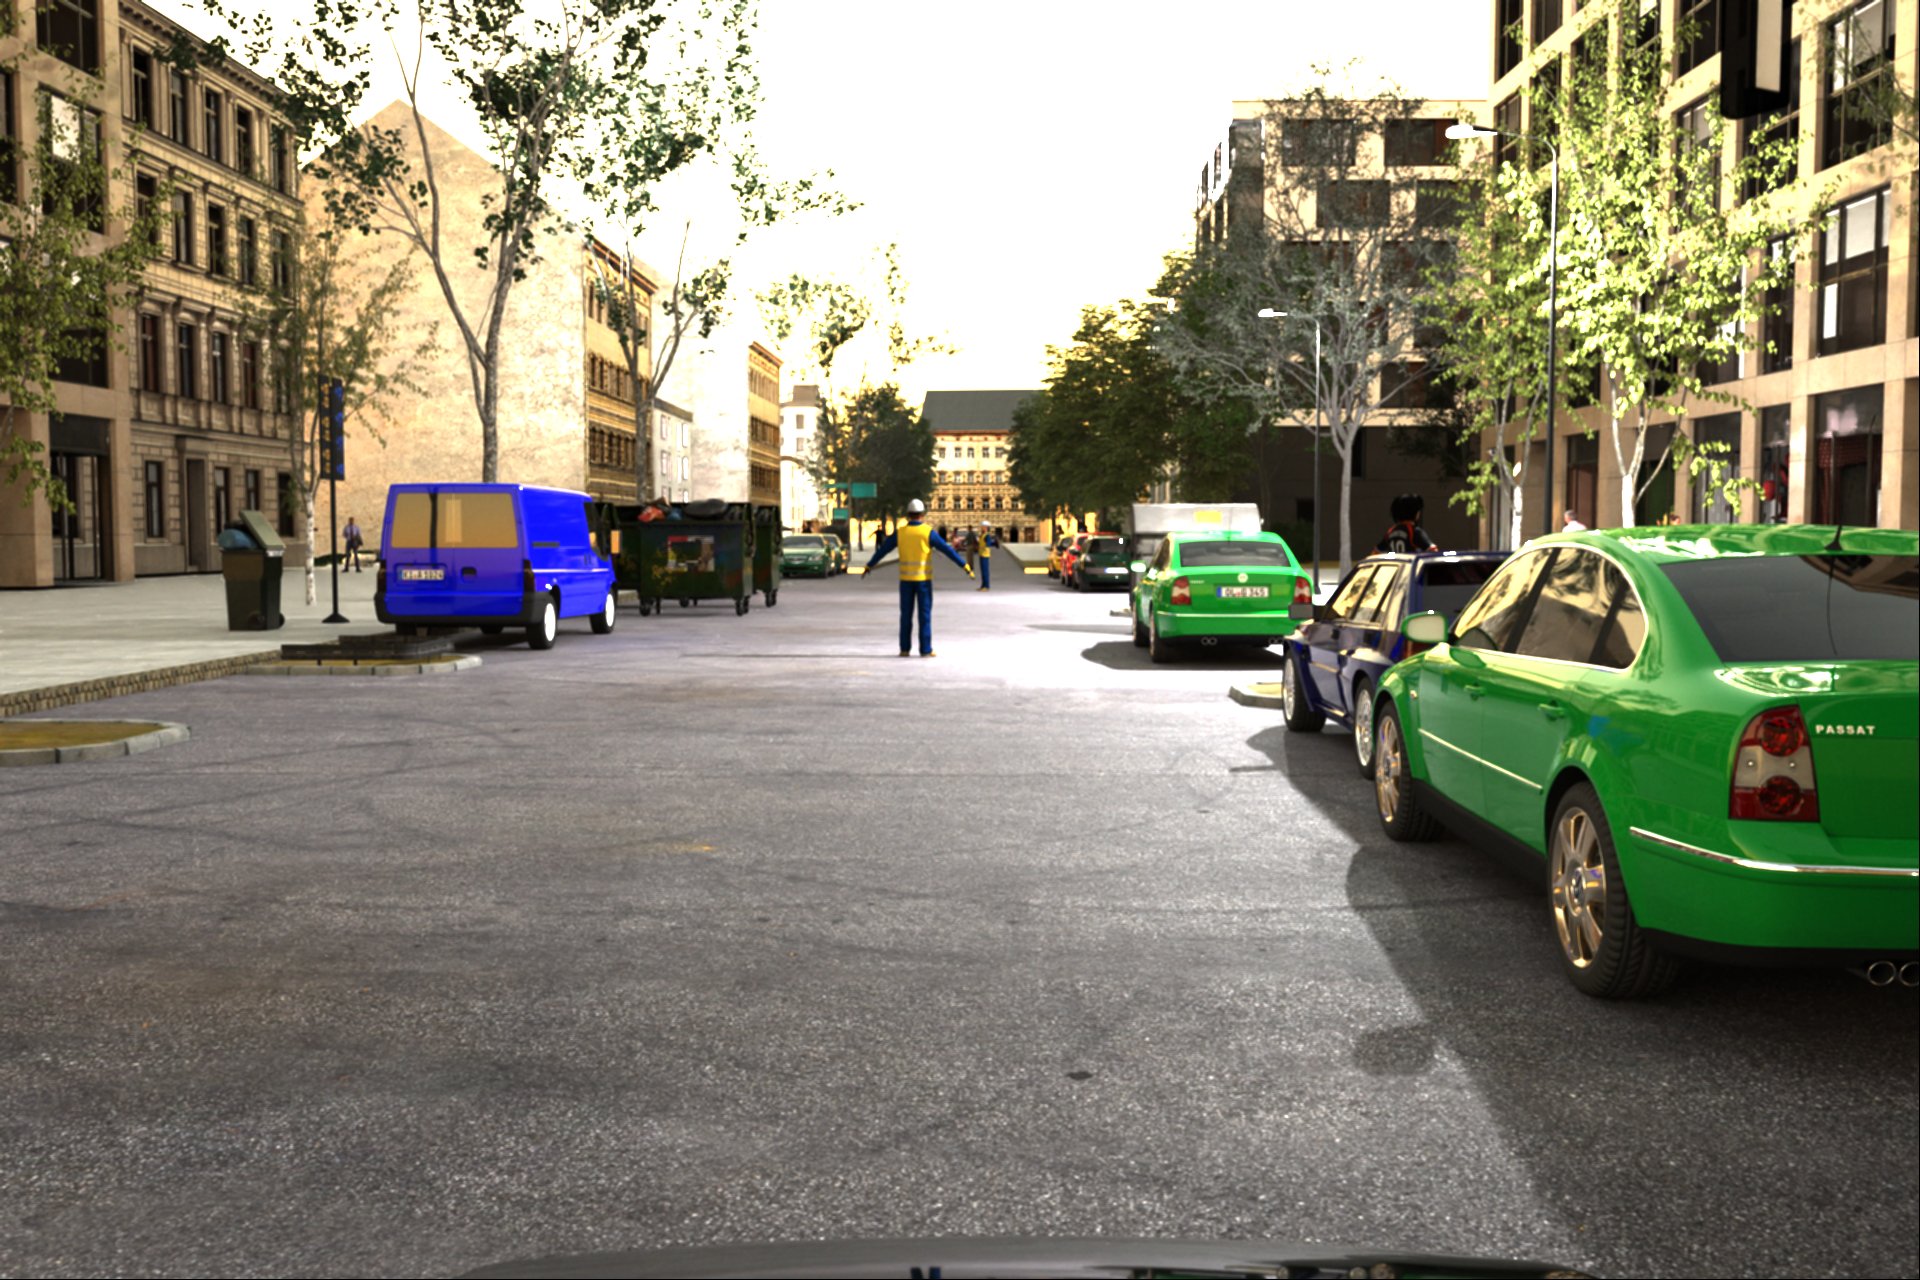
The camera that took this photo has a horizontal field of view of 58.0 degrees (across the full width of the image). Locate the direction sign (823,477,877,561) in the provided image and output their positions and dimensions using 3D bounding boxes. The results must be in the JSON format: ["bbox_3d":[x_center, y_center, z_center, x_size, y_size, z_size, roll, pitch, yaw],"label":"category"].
[{"bbox_3d":[-5.146,-5.680,81.623,2.525,3.948,1.411,0,4,2],"label":"direction sign"}]

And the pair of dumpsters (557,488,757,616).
[{"bbox_3d":[-5.869,-1.568,30.595,4.436,2.255,1.574,0,4,1],"label":"pair of dumpsters"}]

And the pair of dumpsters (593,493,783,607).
[{"bbox_3d":[-5.762,-1.791,34.232,4.436,2.255,1.574,0,4,1],"label":"pair of dumpsters"}]

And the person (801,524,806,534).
[{"bbox_3d":[-8.540,-5.389,94.252,0.704,1.812,1.346,-1,4,-16],"label":"person"}]

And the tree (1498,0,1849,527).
[{"bbox_3d":[8.967,-4.428,22.761,4.737,8.622,4.395,0,3,0],"label":"tree"}]

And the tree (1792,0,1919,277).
[{"bbox_3d":[9.344,-3.847,13.257,4.360,8.622,3.978,0,3,0],"label":"tree"}]

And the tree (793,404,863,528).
[{"bbox_3d":[-7.332,-9.043,98.218,4.360,8.622,3.978,0,3,0],"label":"tree"}]

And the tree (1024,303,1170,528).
[{"bbox_3d":[7.007,-10.234,85.451,7.486,12.596,7.792,0,3,0],"label":"tree"}]

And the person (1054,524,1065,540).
[{"bbox_3d":[5.772,-5.786,100.368,0.705,1.858,1.354,-1,4,-17],"label":"person"}]

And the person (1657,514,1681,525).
[{"bbox_3d":[15.768,-1.928,38.371,0.742,1.727,0.445,-3,4,-39],"label":"person"}]

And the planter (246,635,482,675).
[{"bbox_3d":[-6.255,0.158,18.564,1.991,0.319,1.994,0,4,1],"label":"planter"}]

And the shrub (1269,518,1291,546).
[{"bbox_3d":[14.743,-4.627,80.076,1.690,2.028,1.600,0,3,0],"label":"shrub"}]

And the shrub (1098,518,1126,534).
[{"bbox_3d":[6.468,-4.299,74.709,1.690,2.028,1.600,0,3,0],"label":"shrub"}]

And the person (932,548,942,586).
[{"bbox_3d":[-0.880,-2.206,47.792,0.599,1.433,0.991,3,5,44],"label":"person"}]

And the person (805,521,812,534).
[{"bbox_3d":[-6.019,-3.869,69.490,0.704,1.802,1.346,0,4,-1],"label":"person"}]

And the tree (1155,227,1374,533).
[{"bbox_3d":[10.335,-8.139,58.831,9.928,11.665,9.643,0,3,0],"label":"tree"}]

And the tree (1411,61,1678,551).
[{"bbox_3d":[9.232,-4.759,28.168,4.737,8.622,4.395,0,3,0],"label":"tree"}]

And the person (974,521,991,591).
[{"bbox_3d":[0.542,-2.125,43.669,0.721,1.772,1.216,-1,4,-13],"label":"person"}]

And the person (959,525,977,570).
[{"bbox_3d":[0.375,-3.692,69.096,0.705,1.796,1.348,2,4,30],"label":"person"}]

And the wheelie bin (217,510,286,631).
[{"bbox_3d":[-9.480,-0.932,23.152,0.693,1.594,0.980,0,4,2],"label":"wheelie bin"}]

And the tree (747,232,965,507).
[{"bbox_3d":[-6.514,-15.450,108.503,12.611,20.169,13.585,0,3,0],"label":"tree"}]

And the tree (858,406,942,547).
[{"bbox_3d":[-6.552,-16.149,170.687,9.857,13.997,8.962,0,3,0],"label":"tree"}]

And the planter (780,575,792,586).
[{"bbox_3d":[-5.710,-1.649,48.094,1.991,0.319,1.994,0,4,2],"label":"planter"}]

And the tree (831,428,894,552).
[{"bbox_3d":[-7.331,-10.434,120.956,4.360,8.622,3.978,0,3,0],"label":"tree"}]

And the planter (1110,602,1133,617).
[{"bbox_3d":[3.671,-0.583,30.674,1.991,0.319,1.994,0,4,2],"label":"planter"}]

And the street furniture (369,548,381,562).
[{"bbox_3d":[-24.877,-4.611,82.241,11.010,1.723,9.812,0,4,-3],"label":"street furniture"}]

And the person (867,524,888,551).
[{"bbox_3d":[-4.482,-5.487,95.653,1.347,1.837,0.705,0,4,8],"label":"person"}]

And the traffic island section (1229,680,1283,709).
[{"bbox_3d":[3.377,0.482,14.987,1.991,0.108,1.994,0,4,1],"label":"traffic island section"}]

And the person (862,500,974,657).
[{"bbox_3d":[-0.511,-0.723,20.242,1.349,1.833,0.705,1,4,11],"label":"person"}]

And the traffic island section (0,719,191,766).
[{"bbox_3d":[-6.367,0.688,11.617,1.991,0.108,1.994,0,4,1],"label":"traffic island section"}]

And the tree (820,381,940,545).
[{"bbox_3d":[-6.484,-14.517,144.000,9.857,13.997,8.962,0,3,0],"label":"tree"}]

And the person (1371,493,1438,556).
[{"bbox_3d":[4.417,-0.515,17.018,0.704,1.843,1.345,-2,4,-31],"label":"person"}]

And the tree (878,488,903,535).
[{"bbox_3d":[-6.309,-12.415,153.350,4.360,8.622,3.978,0,3,0],"label":"tree"}]

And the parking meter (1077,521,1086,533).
[{"bbox_3d":[5.200,-4.185,74.136,0.399,1.863,0.255,0,3,0],"label":"parking meter"}]

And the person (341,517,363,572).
[{"bbox_3d":[-20.327,-3.179,57.887,0.709,1.838,0.599,-1,4,-20],"label":"person"}]

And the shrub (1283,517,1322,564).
[{"bbox_3d":[14.789,-4.304,74.791,1.690,2.028,1.600,0,3,0],"label":"shrub"}]

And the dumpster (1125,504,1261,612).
[{"bbox_3d":[3.330,-1.013,24.777,1.865,1.857,1.264,0,4,1],"label":"dumpster"}]

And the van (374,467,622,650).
[{"bbox_3d":[-5.970,-1.146,23.124,2.240,2.365,5.245,0,4,1],"label":"van"}]

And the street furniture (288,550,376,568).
[{"bbox_3d":[-26.675,-3.361,70.586,5.734,0.657,10.072,-1,4,-23],"label":"street furniture"}]

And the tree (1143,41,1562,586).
[{"bbox_3d":[9.637,-8.118,43.099,12.009,13.543,11.850,0,3,0],"label":"tree"}]

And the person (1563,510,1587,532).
[{"bbox_3d":[11.150,-1.502,31.542,0.756,1.711,0.436,-1,4,-14],"label":"person"}]

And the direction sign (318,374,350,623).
[{"bbox_3d":[-9.054,-2.019,25.015,0.379,3.537,0.876,0,4,0],"label":"direction sign"}]

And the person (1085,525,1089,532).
[{"bbox_3d":[7.494,-5.950,103.465,0.705,1.806,1.347,0,4,3],"label":"person"}]

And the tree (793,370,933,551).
[{"bbox_3d":[-7.499,-13.433,130.000,12.009,13.543,11.850,0,3,0],"label":"tree"}]
